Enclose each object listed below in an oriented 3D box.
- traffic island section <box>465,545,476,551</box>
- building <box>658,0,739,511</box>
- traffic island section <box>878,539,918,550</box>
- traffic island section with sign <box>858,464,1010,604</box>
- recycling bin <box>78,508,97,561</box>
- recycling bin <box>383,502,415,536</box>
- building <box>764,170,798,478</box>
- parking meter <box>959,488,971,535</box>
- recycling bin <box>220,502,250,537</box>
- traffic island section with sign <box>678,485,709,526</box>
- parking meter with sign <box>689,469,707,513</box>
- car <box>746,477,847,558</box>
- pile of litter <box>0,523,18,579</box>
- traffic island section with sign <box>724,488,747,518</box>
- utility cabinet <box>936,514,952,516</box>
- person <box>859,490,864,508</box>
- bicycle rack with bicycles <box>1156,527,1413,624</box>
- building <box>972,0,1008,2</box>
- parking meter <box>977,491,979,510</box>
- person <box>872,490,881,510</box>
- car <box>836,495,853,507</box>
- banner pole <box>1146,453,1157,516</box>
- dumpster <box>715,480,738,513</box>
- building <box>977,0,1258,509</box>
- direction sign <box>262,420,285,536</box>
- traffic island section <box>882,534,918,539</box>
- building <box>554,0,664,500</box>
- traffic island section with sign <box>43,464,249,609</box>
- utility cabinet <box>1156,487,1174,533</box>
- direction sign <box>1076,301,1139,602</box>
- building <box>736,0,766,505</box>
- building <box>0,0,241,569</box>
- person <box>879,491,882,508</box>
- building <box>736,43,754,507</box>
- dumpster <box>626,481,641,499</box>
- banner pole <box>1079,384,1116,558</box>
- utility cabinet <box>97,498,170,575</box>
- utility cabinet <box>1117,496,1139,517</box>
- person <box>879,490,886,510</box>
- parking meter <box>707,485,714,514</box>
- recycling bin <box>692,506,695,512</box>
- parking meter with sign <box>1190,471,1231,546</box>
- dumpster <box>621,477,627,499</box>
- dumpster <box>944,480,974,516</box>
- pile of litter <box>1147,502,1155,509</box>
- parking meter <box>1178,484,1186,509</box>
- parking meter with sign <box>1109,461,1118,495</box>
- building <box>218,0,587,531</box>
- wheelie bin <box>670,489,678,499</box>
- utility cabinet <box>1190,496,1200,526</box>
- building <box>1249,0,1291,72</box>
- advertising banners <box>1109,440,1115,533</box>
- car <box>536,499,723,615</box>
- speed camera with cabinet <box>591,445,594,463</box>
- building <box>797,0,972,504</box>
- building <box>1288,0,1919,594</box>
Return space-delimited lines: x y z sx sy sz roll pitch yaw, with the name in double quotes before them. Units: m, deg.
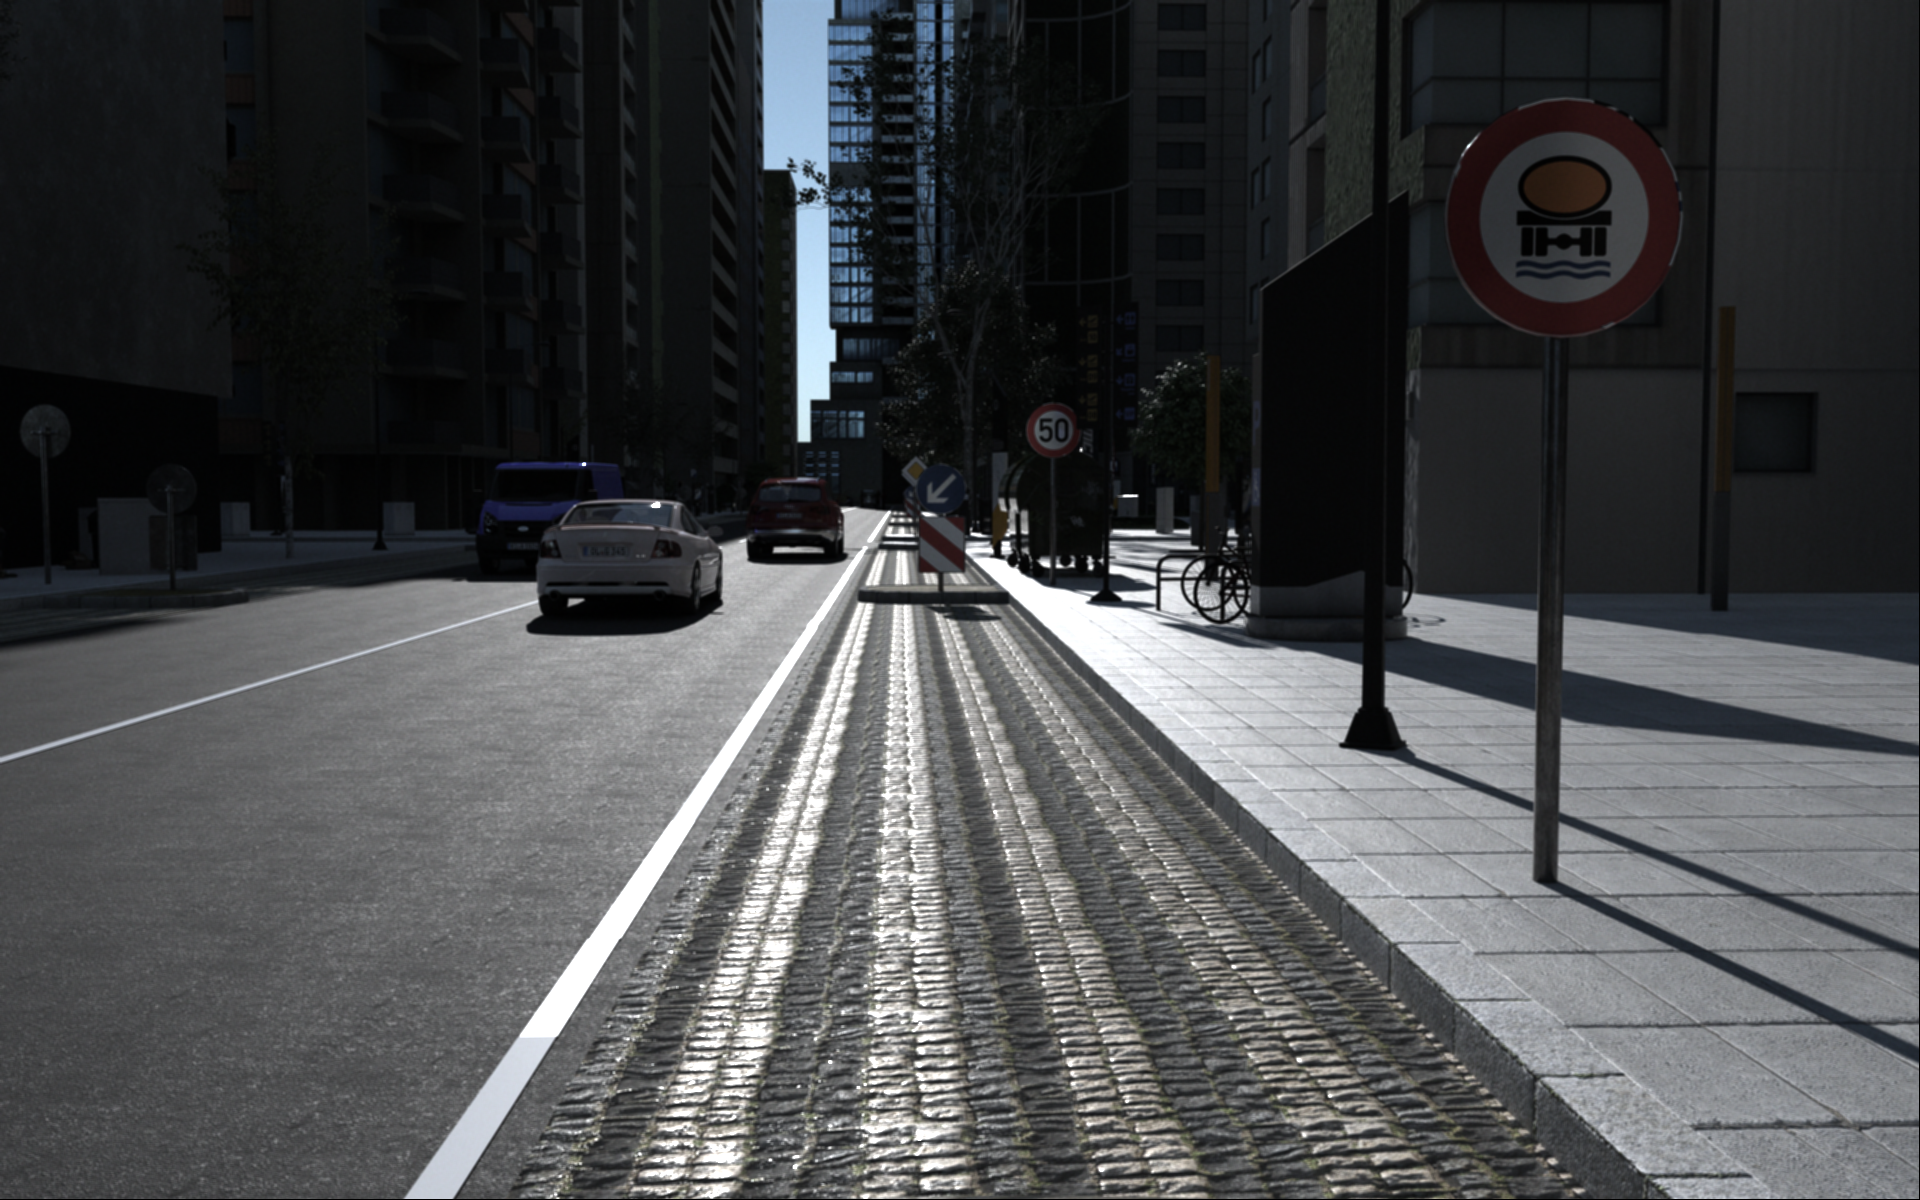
"traffic island section" -11.510 -1.391 45.029 2.009 0.180 2.903 0 4 -2
"building" -29.366 -31.432 137.613 21.300 48.544 21.600 0 4 -2
"traffic island section" -1.124 -1.413 45.376 2.009 0.180 2.903 0 4 -2
"traffic island section with sign" -0.379 -0.907 23.454 1.989 1.847 2.006 0 4 -2
"recycling bin" -15.766 -1.192 32.051 0.722 1.027 0.722 1 4 16
"recycling bin" -17.311 -2.501 53.443 0.722 1.027 0.722 -3 5 -43
"building" -28.031 -32.855 220.780 14.086 41.232 14.154 0 4 -2
"parking meter" 0.144 -2.788 53.998 0.372 1.533 0.369 0 3 0
"recycling bin" -22.089 -2.449 52.600 0.722 1.027 0.722 2 4 24
"traffic island section with sign" -12.299 -4.219 77.609 1.989 1.847 2.006 0 4 -2
"parking meter with sign" -18.082 -7.566 119.968 0.543 3.016 1.738 -3 4 -36
"car" -3.795 -1.940 40.400 2.281 1.827 5.304 0 4 -1
"pile of litter" -15.145 -0.771 26.576 1.176 0.858 1.719 -2 4 -29
"traffic island section with sign" -13.229 -5.893 104.982 1.989 1.847 2.006 0 4 -2
"utility cabinet" -0.923 -5.607 102.836 1.020 1.237 0.306 2 4 25
"person" -10.209 -10.476 179.877 0.705 1.812 1.348 1 4 10
"bicycle rack with bicycles" 3.448 -0.304 18.354 2.925 0.926 2.852 -1 4 -14
"building" 11.846 -32.774 155.463 23.786 49.044 30.456 0 4 -2
"parking meter" 0.931 -5.692 101.475 0.372 1.533 0.369 0 3 0
"person" -7.298 -8.915 154.390 1.348 1.807 0.705 -2 4 -29
"car" -12.941 -11.135 194.635 1.945 1.354 3.894 0 4 -2
"banner pole" 9.330 -5.795 84.761 0.863 3.779 0.401 3 5 42
"dumpster" -16.176 -7.181 119.904 1.502 2.255 1.985 0 4 -2
"building" 11.739 -41.245 112.611 20.563 71.187 20.611 0 4 -2
"direction sign" -21.118 -3.755 53.387 0.876 3.537 0.379 1 4 23
"traffic island section" -1.396 -1.901 53.356 2.009 0.180 2.903 0 4 -2
"building" -25.640 -25.626 102.583 14.154 41.232 14.086 0 4 -2
"traffic island section with sign" -10.412 -0.845 22.438 1.989 1.847 2.006 0 4 -2
"utility cabinet" 6.624 -2.899 56.074 0.318 1.500 1.173 1 4 20
"direction sign" 1.757 -1.757 20.731 0.876 3.537 0.379 3 5 40
"building" -35.785 -39.578 189.094 28.212 58.520 21.231 0 4 -2
"building" -24.705 -10.111 32.771 16.811 18.784 16.820 0 4 -2
"person" -8.100 -10.102 174.340 0.551 1.740 0.621 -1 4 -21
"building" -28.029 -31.849 170.845 14.600 45.320 14.200 0 4 -2
"dumpster" -14.565 -4.229 74.906 1.264 1.857 1.865 0 4 -2
"banner pole" 2.706 -2.728 34.612 0.863 3.779 0.401 -1 4 -13
"utility cabinet" -13.149 -1.004 27.580 1.020 1.237 0.306 -2 4 -24
"utility cabinet" 6.546 -3.449 67.555 0.306 1.237 1.020 -2 4 -30
"person" -6.725 -8.740 151.357 0.705 1.831 1.348 2 4 24
"parking meter" -15.921 -6.414 110.581 0.255 1.863 0.399 3 5 39
"recycling bin" -18.422 -6.693 121.984 0.722 1.027 0.722 -1 4 -22
"parking meter with sign" 6.386 -2.903 43.726 0.543 3.016 1.738 2 4 33
"dumpster" -11.723 -3.089 55.457 1.985 2.255 1.502 0 4 -1
"dumpster" -0.158 -4.617 77.976 1.502 2.255 1.985 0 4 -2
"pile of litter" 11.073 -5.287 100.400 1.719 0.858 1.176 1 4 18
"parking meter" 12.665 -5.697 98.862 0.399 1.863 0.255 1 4 19
"parking meter with sign" 7.659 -5.804 91.148 0.543 3.016 1.738 -1 4 -23
"building" -28.280 -25.545 72.282 22.147 44.769 28.867 0 4 -2
"wheelie bin" -19.124 -6.662 116.834 0.980 1.594 0.693 3 5 42
"utility cabinet" 9.764 -3.659 70.991 0.306 1.237 1.020 2 4 32
"building" 27.207 -29.387 69.721 27.495 52.752 28.713 0 4 -2
"advertising banners" 4.968 -3.723 57.057 0.090 3.025 2.074 0 4 -1
"car" -4.095 -0.584 21.903 2.083 1.381 4.827 0 4 -2
"speed camera with cabinet" -14.414 -4.564 68.955 0.660 3.252 2.038 -1 4 -14
"building" -5.045 -55.733 223.913 31.000 86.520 22.319 0 4 -2
"building" 12.646 -21.068 28.051 14.154 41.232 14.086 0 4 -2
